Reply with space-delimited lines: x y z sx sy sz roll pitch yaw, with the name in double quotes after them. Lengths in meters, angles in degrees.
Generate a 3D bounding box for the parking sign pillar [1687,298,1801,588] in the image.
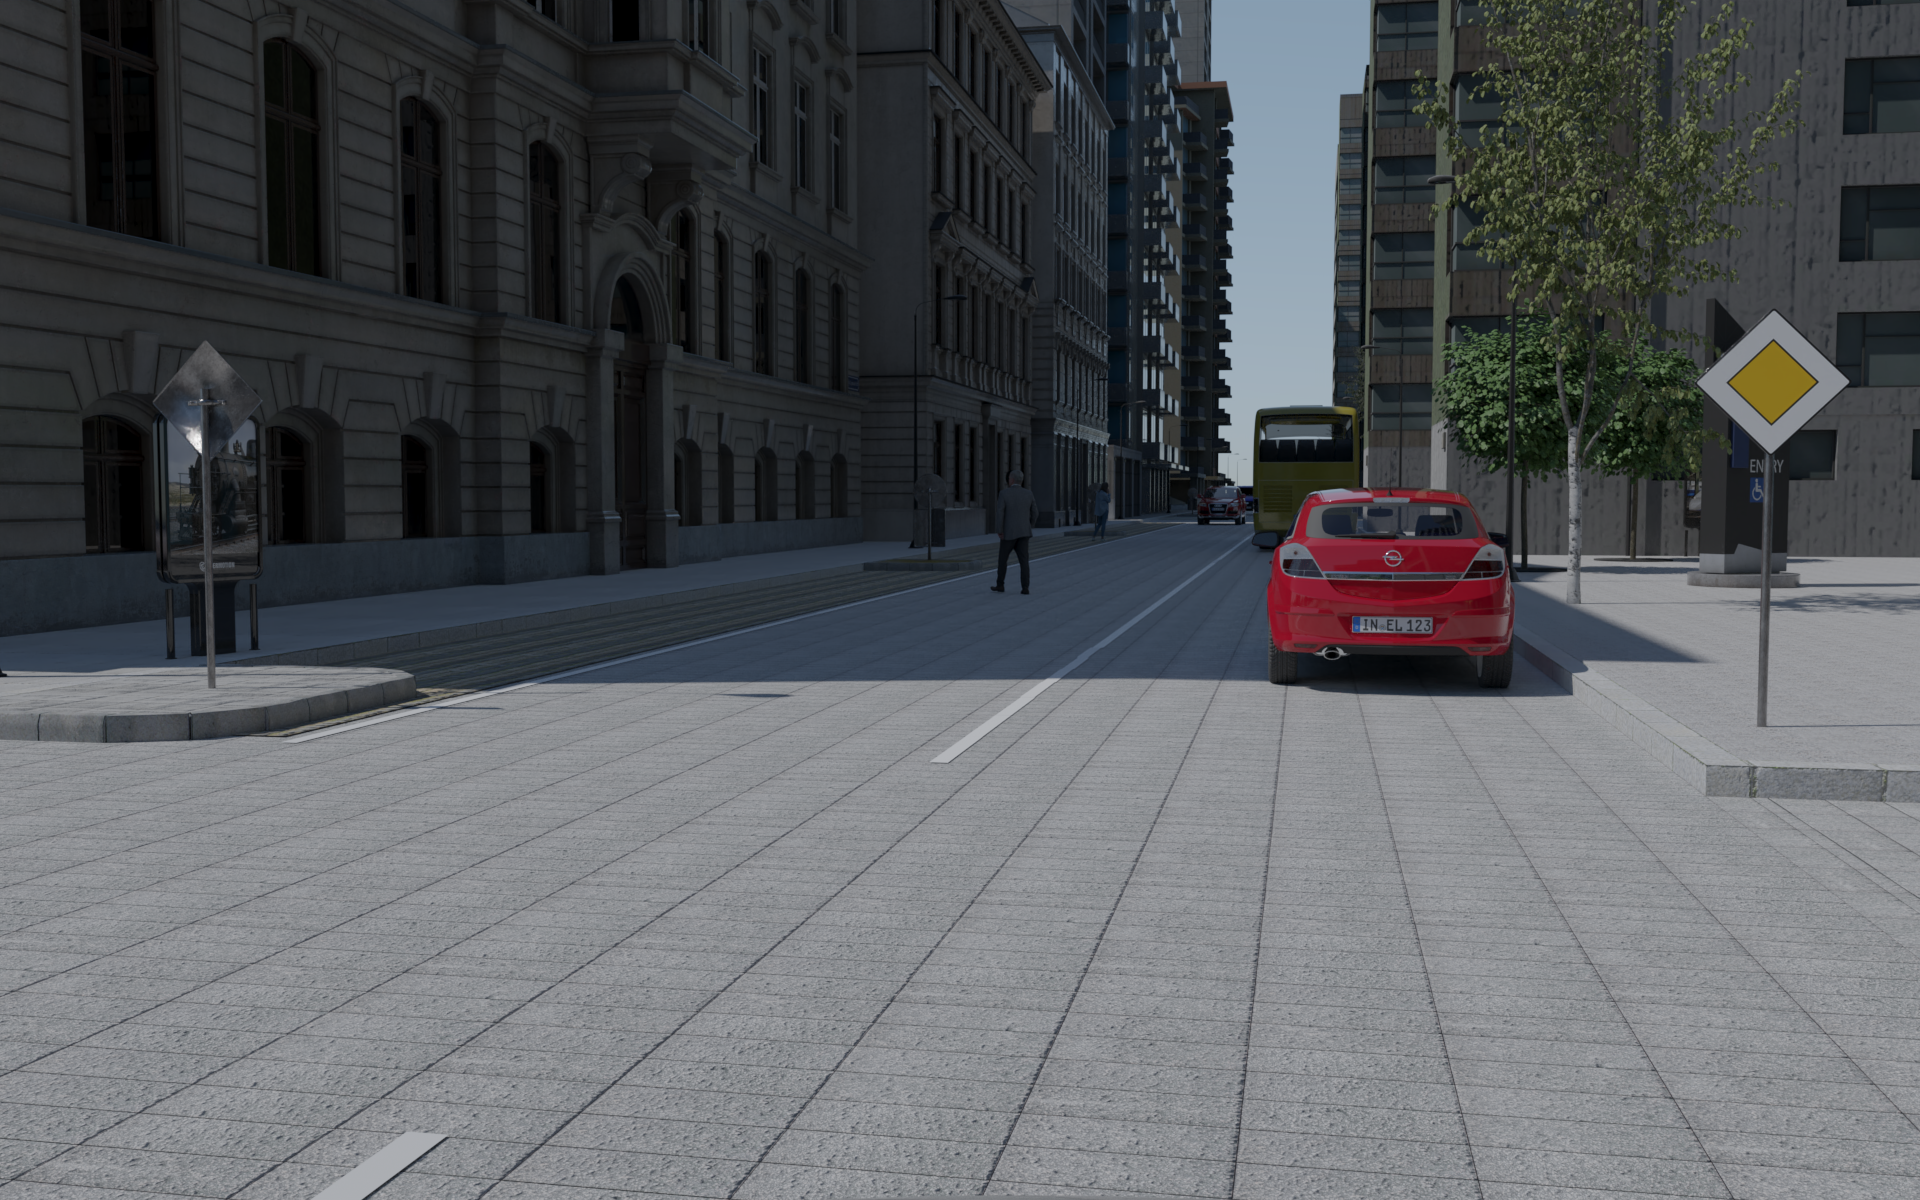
10.955 -2.180 24.116 1.447 3.967 1.447 -2 4 -28 "parking sign pillar"

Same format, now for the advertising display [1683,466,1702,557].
15.293 -1.843 35.351 0.974 1.923 0.123 1 4 10 "advertising display"

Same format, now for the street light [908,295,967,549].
-0.516 -4.166 40.653 1.470 5.913 1.316 1 4 11 "street light"

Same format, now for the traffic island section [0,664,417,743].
-4.963 0.663 11.442 2.009 0.180 2.903 1 4 11 "traffic island section"

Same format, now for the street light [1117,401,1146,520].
8.596 -6.977 86.608 1.470 5.913 1.316 1 4 11 "street light"

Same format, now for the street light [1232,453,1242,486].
31.238 -13.811 198.351 1.470 5.913 1.316 1 4 11 "street light"

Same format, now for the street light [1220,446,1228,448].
25.415 -12.016 169.005 1.470 5.913 1.316 1 4 11 "street light"

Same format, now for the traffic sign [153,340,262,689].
-4.938 -0.473 11.375 0.795 2.450 0.064 1 4 11 "traffic sign"

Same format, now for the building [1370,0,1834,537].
22.069 -17.833 63.271 14.160 30.474 14.107 1 4 11 "building"

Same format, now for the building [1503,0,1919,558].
18.510 -16.477 41.100 14.160 30.474 14.107 1 4 11 "building"

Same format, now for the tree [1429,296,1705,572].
9.542 -2.766 28.946 4.285 4.588 4.351 0 3 0 "tree"

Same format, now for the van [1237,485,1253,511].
19.922 -7.028 119.291 2.240 2.365 5.245 1 4 12 "van"

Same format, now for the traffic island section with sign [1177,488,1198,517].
14.765 -6.172 109.547 1.989 1.847 2.006 1 4 11 "traffic island section with sign"

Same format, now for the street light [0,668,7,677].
-6.345 -2.404 11.848 1.470 5.913 1.316 1 4 11 "street light"

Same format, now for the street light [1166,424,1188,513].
14.463 -8.734 115.346 1.470 5.913 1.316 1 4 11 "street light"

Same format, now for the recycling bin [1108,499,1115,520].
7.303 -4.485 85.886 0.722 1.027 0.722 0 4 4 "recycling bin"

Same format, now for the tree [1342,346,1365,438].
19.760 -7.875 79.119 4.360 8.622 3.978 0 3 0 "tree"

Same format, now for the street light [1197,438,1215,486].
20.403 -10.537 144.824 1.470 5.913 1.316 1 4 11 "street light"

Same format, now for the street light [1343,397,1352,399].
18.996 -6.745 82.827 1.470 5.913 1.316 1 4 11 "street light"

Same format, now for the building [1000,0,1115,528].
0.710 -13.754 74.023 9.793 20.994 18.267 1 4 11 "building"

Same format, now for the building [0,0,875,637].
-10.936 -12.854 29.248 14.460 24.649 34.723 1 4 11 "building"

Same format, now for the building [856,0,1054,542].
-3.621 -11.695 55.833 10.561 19.102 19.286 1 4 11 "building"

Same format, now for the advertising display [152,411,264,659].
-5.971 -0.525 13.801 0.123 1.923 0.974 1 4 23 "advertising display"

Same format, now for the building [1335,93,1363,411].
46.107 -30.309 179.140 14.154 41.232 14.086 1 4 11 "building"

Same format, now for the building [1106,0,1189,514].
3.820 -30.757 122.487 23.786 49.044 30.456 1 4 11 "building"

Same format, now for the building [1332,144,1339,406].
59.765 -36.848 226.169 21.300 48.544 21.600 1 4 11 "building"

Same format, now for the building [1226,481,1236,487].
20.617 -33.060 232.416 32.217 40.220 23.993 1 4 11 "building"

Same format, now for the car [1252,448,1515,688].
3.497 -0.327 14.385 2.155 1.783 4.494 1 4 11 "car"

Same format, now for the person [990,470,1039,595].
0.761 -0.984 24.981 0.661 1.777 0.834 -2 4 -28 "person"

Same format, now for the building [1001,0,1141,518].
-0.331 -40.245 96.265 20.563 71.187 20.611 1 4 11 "building"

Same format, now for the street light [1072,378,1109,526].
5.242 -5.925 69.414 1.470 5.913 1.316 1 4 11 "street light"

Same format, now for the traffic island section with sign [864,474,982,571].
-0.632 -1.485 32.914 1.989 1.847 2.006 1 4 11 "traffic island section with sign"

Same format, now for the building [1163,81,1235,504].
17.329 -32.309 182.879 22.147 44.769 28.867 1 4 11 "building"

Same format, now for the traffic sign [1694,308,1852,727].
4.415 -0.357 9.481 0.795 2.450 0.064 1 4 11 "traffic sign"

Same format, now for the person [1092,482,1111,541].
4.272 -2.668 52.381 0.793 1.790 0.793 2 4 29 "person"

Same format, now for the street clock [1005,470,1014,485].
1.624 -2.927 52.419 0.471 2.002 0.358 3 5 42 "street clock"

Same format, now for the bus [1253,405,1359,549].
9.535 -3.444 47.864 2.896 3.916 12.252 1 4 11 "bus"

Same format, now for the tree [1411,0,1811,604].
7.155 -4.246 19.786 4.737 8.622 4.395 0 3 0 "tree"

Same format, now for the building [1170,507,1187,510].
4.937 -28.046 150.431 32.217 40.220 23.993 1 4 11 "building"

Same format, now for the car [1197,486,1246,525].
12.388 -4.471 81.773 2.281 1.827 5.304 1 4 13 "car"

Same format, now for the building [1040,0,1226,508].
21.510 -46.998 206.665 20.563 71.187 20.611 1 4 11 "building"

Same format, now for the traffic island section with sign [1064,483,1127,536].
4.671 -3.102 59.345 1.989 1.847 2.006 1 4 11 "traffic island section with sign"

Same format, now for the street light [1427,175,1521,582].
7.506 -3.227 25.300 1.470 5.913 1.316 1 4 11 "street light"

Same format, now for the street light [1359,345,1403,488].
13.202 -4.987 54.074 1.470 5.913 1.316 1 4 11 "street light"
